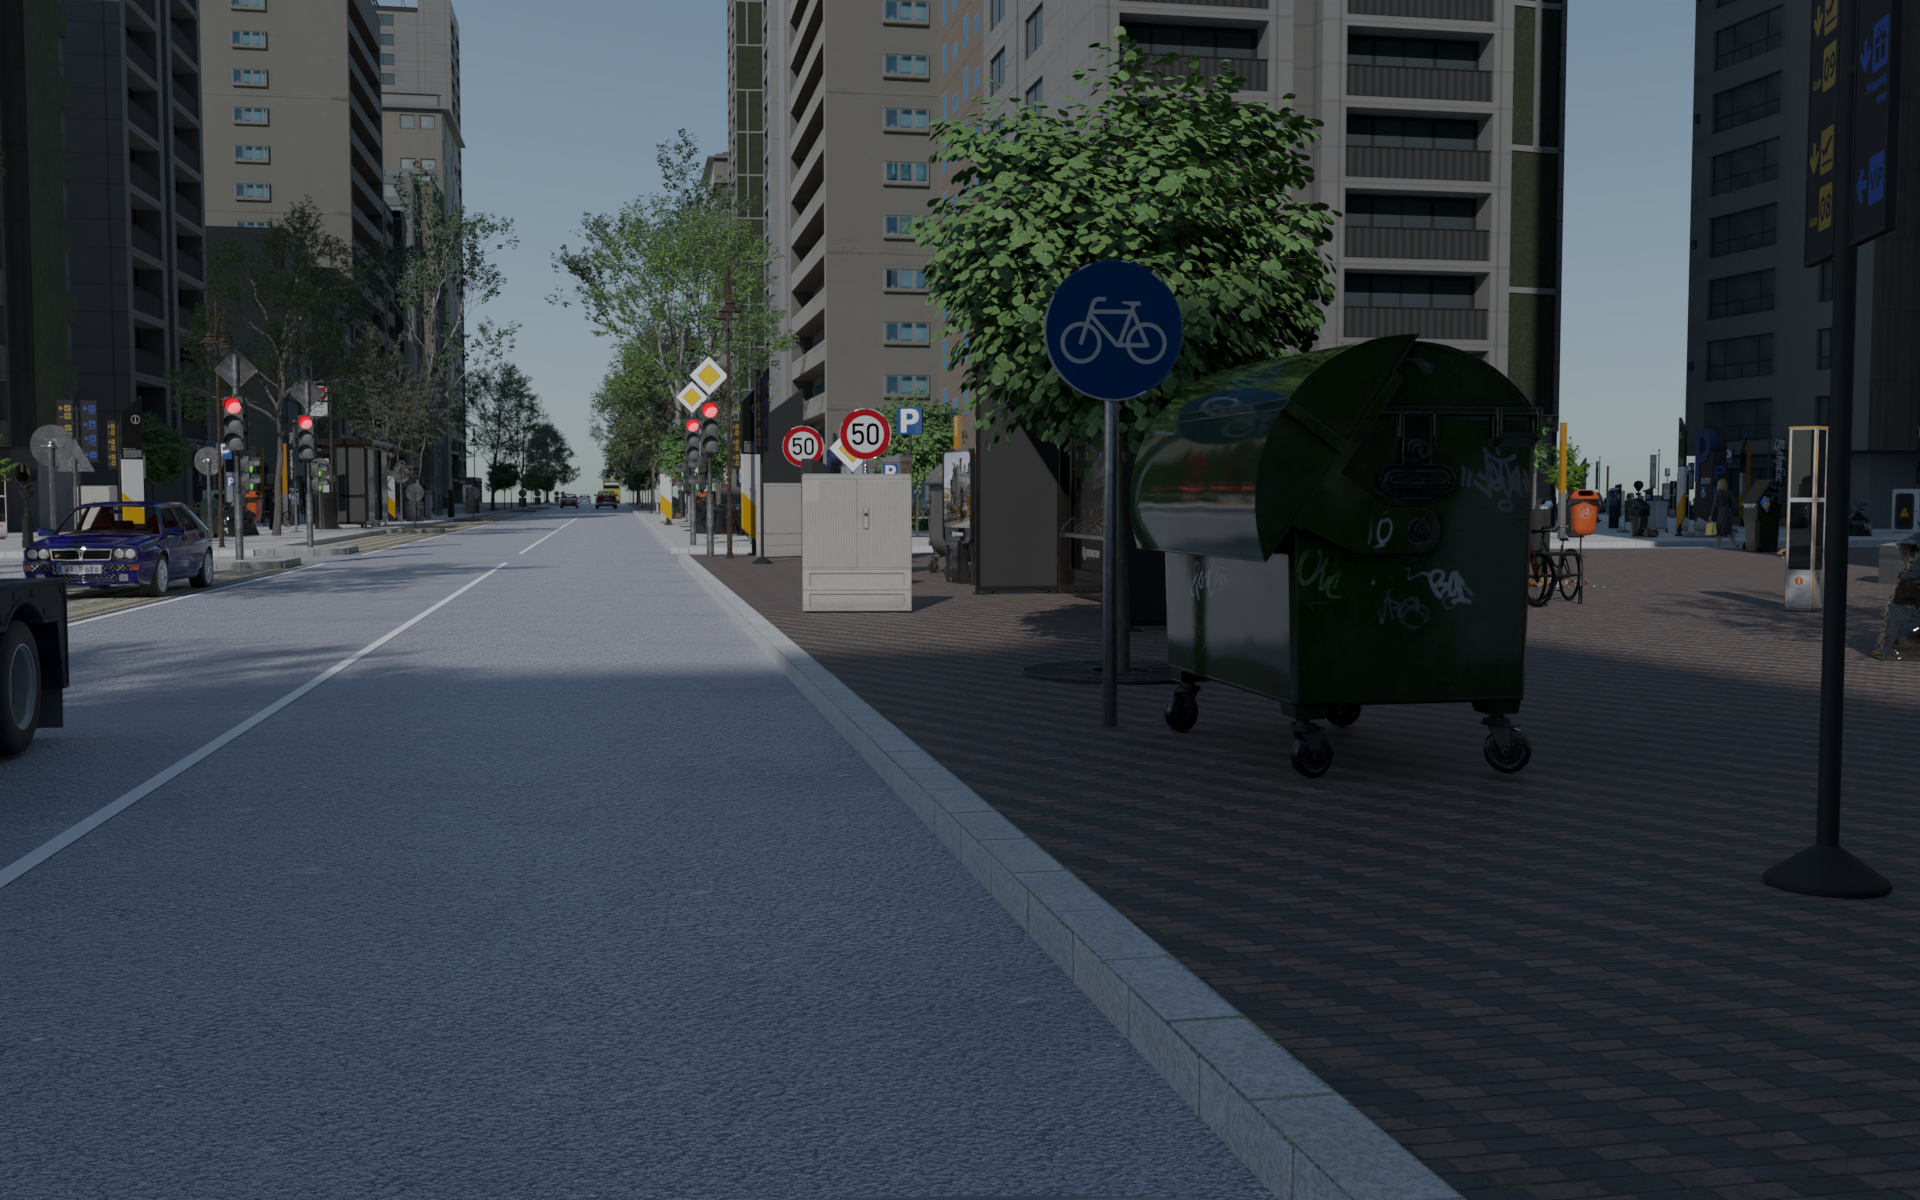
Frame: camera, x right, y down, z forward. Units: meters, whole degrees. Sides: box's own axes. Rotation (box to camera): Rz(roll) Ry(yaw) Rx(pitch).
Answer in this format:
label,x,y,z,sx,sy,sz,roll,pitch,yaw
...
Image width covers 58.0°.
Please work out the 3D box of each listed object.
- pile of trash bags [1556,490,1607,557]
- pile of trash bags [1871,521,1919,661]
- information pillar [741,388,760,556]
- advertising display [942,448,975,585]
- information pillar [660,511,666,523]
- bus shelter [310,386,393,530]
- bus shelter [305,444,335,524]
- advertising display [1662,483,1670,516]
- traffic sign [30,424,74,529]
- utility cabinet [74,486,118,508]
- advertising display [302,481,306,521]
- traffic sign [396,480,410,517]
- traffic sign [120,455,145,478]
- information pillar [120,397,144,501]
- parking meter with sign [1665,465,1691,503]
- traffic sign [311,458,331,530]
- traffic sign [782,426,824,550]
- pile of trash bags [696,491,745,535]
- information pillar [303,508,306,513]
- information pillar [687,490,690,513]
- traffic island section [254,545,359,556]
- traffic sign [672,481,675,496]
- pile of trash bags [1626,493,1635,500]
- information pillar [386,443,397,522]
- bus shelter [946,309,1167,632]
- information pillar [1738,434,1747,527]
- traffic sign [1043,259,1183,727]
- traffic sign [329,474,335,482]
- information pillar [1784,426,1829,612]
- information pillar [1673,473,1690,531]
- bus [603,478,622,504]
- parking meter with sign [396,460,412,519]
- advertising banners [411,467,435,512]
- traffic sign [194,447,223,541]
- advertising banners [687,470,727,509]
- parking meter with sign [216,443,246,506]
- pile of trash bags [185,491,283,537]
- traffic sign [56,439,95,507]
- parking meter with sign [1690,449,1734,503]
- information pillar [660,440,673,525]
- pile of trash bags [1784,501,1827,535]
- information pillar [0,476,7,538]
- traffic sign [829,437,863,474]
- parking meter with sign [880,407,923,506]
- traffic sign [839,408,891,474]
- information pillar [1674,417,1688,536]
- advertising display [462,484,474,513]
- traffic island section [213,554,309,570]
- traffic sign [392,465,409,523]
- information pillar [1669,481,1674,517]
label,x,y,z,sx,sy,sz,roll,pitch,yaw
pile of trash bags,11.238,-1.562,35.295,3.447,1.369,1.912,1,4,9
pile of trash bags,8.680,-0.195,12.939,1.912,1.369,3.447,-3,5,-42
information pillar,-4.337,-2.740,36.156,0.504,3.616,0.183,-3,5,-40
advertising display,-0.002,-1.195,24.760,0.123,1.923,0.974,-2,4,-25
information pillar,-12.968,-4.380,76.100,0.304,2.012,0.304,1,4,16
bus shelter,-23.568,-5.455,66.825,2.179,5.291,8.768,-1,4,-11
bus shelter,-28.246,-5.332,78.469,1.731,3.624,6.357,-1,4,-11
advertising display,41.157,-5.829,100.515,0.974,1.923,0.123,-1,4,-19
traffic sign,-16.622,-1.933,31.710,0.768,2.556,0.104,0,4,-4
utility cabinet,-23.226,-2.316,46.546,1.173,1.500,0.318,1,4,17
advertising display,-31.353,-4.813,83.906,0.123,1.923,0.974,3,5,42
traffic sign,-28.230,-5.355,87.556,0.884,2.594,0.081,-1,4,-9
traffic sign,-21.539,-2.630,45.128,0.606,2.300,0.079,-1,4,-11
information pillar,-19.834,-3.069,41.539,0.183,3.616,0.504,3,5,45
parking meter with sign,48.167,-7.327,116.060,0.543,3.016,1.738,-3,5,-40
traffic sign,-22.541,-3.724,60.989,0.768,2.556,0.104,0,4,-2
traffic sign,-2.930,-1.975,32.395,0.768,2.556,0.104,0,4,-6
pile of trash bags,-7.848,-2.855,56.432,1.912,1.369,3.447,-2,4,-30
information pillar,-42.481,-6.599,112.384,0.304,2.012,0.304,-1,4,-17
information pillar,-18.442,-6.938,117.925,0.304,2.012,0.304,-2,4,-27
traffic island section,-15.625,-1.182,41.612,2.009,0.180,2.903,-1,4,-11
traffic sign,-19.267,-7.079,115.842,0.768,2.556,0.104,-1,4,-11
pile of trash bags,44.905,-6.638,118.280,3.447,1.369,1.912,-2,4,-35
information pillar,-26.214,-5.400,79.647,0.183,3.616,0.504,3,4,37
bus shelter,1.269,-1.705,19.155,1.731,3.624,6.357,-1,4,-11
information pillar,30.596,-4.669,67.688,0.183,3.616,0.504,3,5,40
traffic sign,0.831,-0.575,9.510,0.768,2.556,0.104,0,4,-5
traffic sign,-27.103,-4.536,74.162,0.884,2.594,0.081,-1,4,-11
information pillar,9.245,-0.883,18.926,0.304,2.012,0.304,-3,5,-43
information pillar,25.180,-3.415,60.330,0.304,2.012,0.304,-2,4,-27
bus,-52.019,-16.347,258.815,2.896,3.916,12.252,-1,4,-11
parking meter with sign,-28.362,-5.658,88.765,0.543,3.016,1.738,0,4,-4
advertising banners,-35.051,-7.196,113.839,2.074,3.025,0.090,0,4,5
traffic sign,-20.242,-2.849,46.682,0.768,2.556,0.104,0,4,-3
advertising banners,-11.316,-5.035,78.507,2.074,3.025,0.090,0,4,2
parking meter with sign,-25.099,-3.904,60.092,0.543,3.016,1.738,0,4,3
pile of trash bags,-22.573,-2.680,53.572,1.912,1.369,3.447,0,4,6
traffic sign,-20.816,-2.493,40.768,0.884,2.594,0.081,0,4,-2
parking meter with sign,28.892,-4.293,66.448,1.738,3.016,0.543,-2,4,-32
information pillar,-12.074,-4.884,71.205,0.504,3.616,0.183,0,4,5
pile of trash bags,27.943,-2.889,56.980,3.447,1.369,1.912,1,4,15
information pillar,-28.299,-2.848,51.061,0.304,2.012,0.304,-2,4,-34
traffic sign,-1.791,-1.693,28.866,0.795,2.450,0.064,-1,4,-11
parking meter with sign,-1.271,-2.308,33.996,0.543,3.016,1.738,1,4,19
traffic sign,-1.405,-1.571,25.786,0.768,2.556,0.104,0,4,-3
information pillar,21.953,-3.751,52.683,0.183,3.616,0.504,0,4,1
advertising display,-32.596,-6.705,114.839,0.974,1.923,0.123,2,4,31
traffic island section,-14.066,-0.703,33.780,2.009,0.180,2.903,-1,4,-11
traffic sign,-24.887,-4.710,77.119,0.768,2.556,0.104,0,4,-2
information pillar,39.117,-5.534,94.966,0.304,2.012,0.304,-1,4,-21
